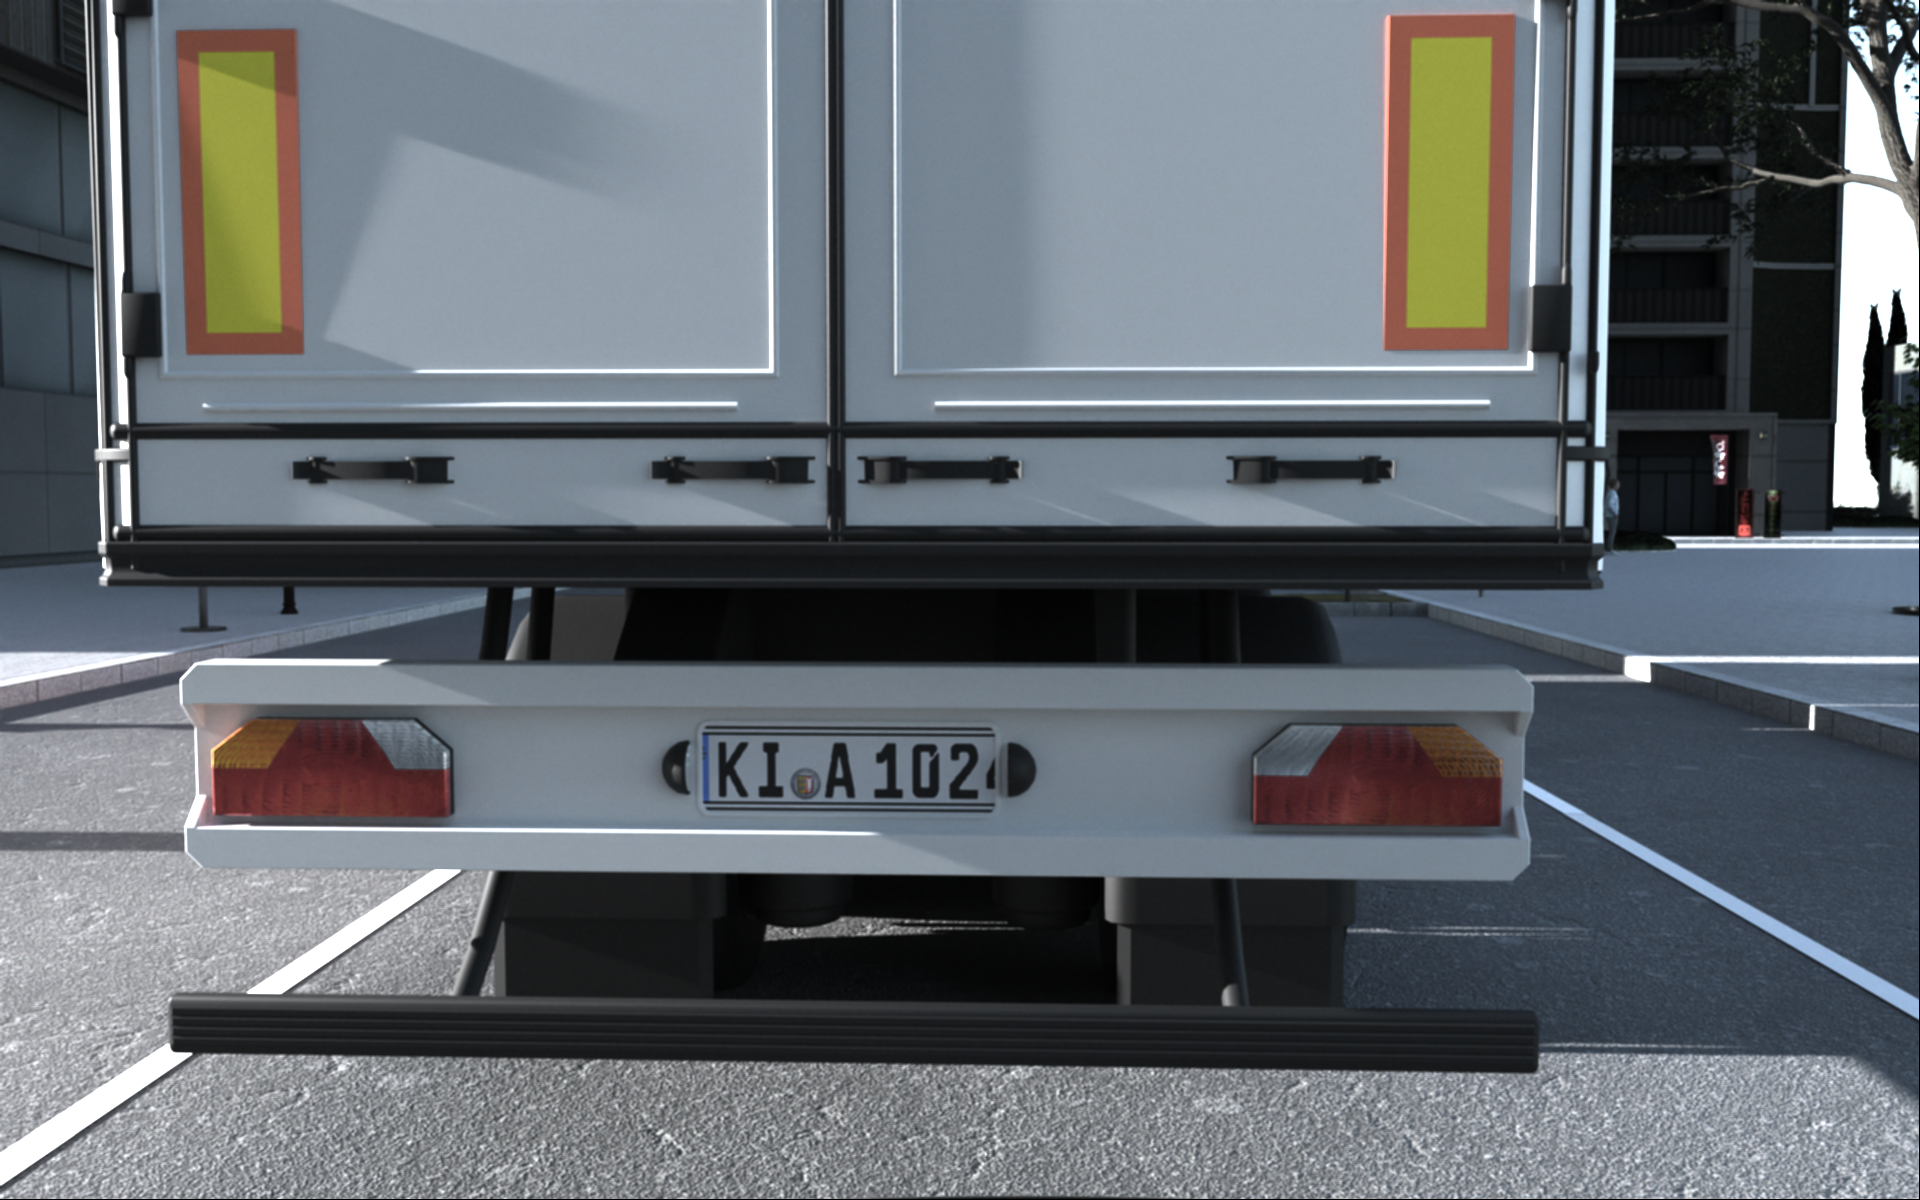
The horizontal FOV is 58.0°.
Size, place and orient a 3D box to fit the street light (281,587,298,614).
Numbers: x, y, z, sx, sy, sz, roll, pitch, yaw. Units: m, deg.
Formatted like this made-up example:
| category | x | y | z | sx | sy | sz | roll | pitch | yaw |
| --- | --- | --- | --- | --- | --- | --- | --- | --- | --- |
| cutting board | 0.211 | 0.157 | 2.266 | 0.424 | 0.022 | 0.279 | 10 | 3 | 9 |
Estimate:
| category | x | y | z | sx | sy | sz | roll | pitch | yaw |
| --- | --- | --- | --- | --- | --- | --- | --- | --- | --- |
| street light | -7.184 | -2.788 | 18.377 | 0.468 | 5.910 | 1.993 | 0 | 4 | 2 |

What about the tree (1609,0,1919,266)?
| category | x | y | z | sx | sy | sz | roll | pitch | yaw |
| --- | --- | --- | --- | --- | --- | --- | --- | --- | --- |
| tree | 6.958 | -4.736 | 11.853 | 8.767 | 10.594 | 7.601 | 1 | 4 | 22 |

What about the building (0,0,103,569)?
| category | x | y | z | sx | sy | sz | roll | pitch | yaw |
| --- | --- | --- | --- | --- | --- | --- | --- | --- | --- |
| building | -28.708 | -26.763 | 26.810 | 27.495 | 52.752 | 28.713 | 0 | 4 | 2 |

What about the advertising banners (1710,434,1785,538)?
| category | x | y | z | sx | sy | sz | roll | pitch | yaw |
| --- | --- | --- | --- | --- | --- | --- | --- | --- | --- |
| advertising banners | 22.930 | -3.321 | 50.488 | 2.074 | 3.025 | 0.090 | 1 | 4 | 15 |

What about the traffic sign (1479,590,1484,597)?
| category | x | y | z | sx | sy | sz | roll | pitch | yaw |
| --- | --- | --- | --- | --- | --- | --- | --- | --- | --- |
| traffic sign | 6.494 | -1.315 | 21.496 | 0.884 | 2.594 | 0.081 | 0 | 4 | 6 |

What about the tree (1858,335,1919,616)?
| category | x | y | z | sx | sy | sz | roll | pitch | yaw |
| --- | --- | --- | --- | --- | --- | --- | --- | --- | --- |
| tree | 10.642 | -1.450 | 18.310 | 1.663 | 3.219 | 1.824 | 0 | 3 | 0 |

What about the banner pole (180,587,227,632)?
| category | x | y | z | sx | sy | sz | roll | pitch | yaw |
| --- | --- | --- | --- | --- | --- | --- | --- | --- | --- |
| banner pole | -7.166 | -1.586 | 15.945 | 0.401 | 3.779 | 0.863 | 1 | 4 | 14 |

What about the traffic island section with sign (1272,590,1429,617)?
| category | x | y | z | sx | sy | sz | roll | pitch | yaw |
| --- | --- | --- | --- | --- | --- | --- | --- | --- | --- |
| traffic island section with sign | 4.529 | -0.771 | 21.230 | 1.989 | 1.847 | 2.006 | 0 | 4 | 2 |

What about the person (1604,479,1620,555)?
| category | x | y | z | sx | sy | sz | roll | pitch | yaw |
| --- | --- | --- | --- | --- | --- | --- | --- | --- | --- |
| person | 13.684 | -1.741 | 36.315 | 0.330 | 1.601 | 0.589 | 1 | 4 | 22 |

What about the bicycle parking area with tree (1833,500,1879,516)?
| category | x | y | z | sx | sy | sz | roll | pitch | yaw |
| --- | --- | --- | --- | --- | --- | --- | --- | --- | --- |
| bicycle parking area with tree | 49.505 | -6.206 | 88.467 | 9.016 | 4.147 | 8.231 | 1 | 4 | 9 |

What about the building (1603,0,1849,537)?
| category | x | y | z | sx | sy | sz | roll | pitch | yaw |
| --- | --- | --- | --- | --- | --- | --- | --- | --- | --- |
| building | 20.262 | -38.041 | 60.219 | 20.611 | 71.187 | 20.563 | 0 | 4 | 2 |

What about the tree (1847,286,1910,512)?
| category | x | y | z | sx | sy | sz | roll | pitch | yaw |
| --- | --- | --- | --- | --- | --- | --- | --- | --- | --- |
| tree | 65.094 | -13.038 | 114.988 | 13.155 | 14.587 | 18.604 | 0 | 4 | -1 |

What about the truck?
| category | x | y | z | sx | sy | sz | roll | pitch | yaw |
| --- | --- | --- | --- | --- | --- | --- | --- | --- | --- |
| truck | 0.056 | -1.183 | 8.257 | 2.839 | 4.237 | 11.283 | 0 | 4 | 3 |

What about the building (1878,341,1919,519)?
| category | x | y | z | sx | sy | sz | roll | pitch | yaw |
| --- | --- | --- | --- | --- | --- | --- | --- | --- | --- |
| building | 54.183 | -45.896 | 63.075 | 31.000 | 86.520 | 22.319 | 0 | 4 | 2 |
